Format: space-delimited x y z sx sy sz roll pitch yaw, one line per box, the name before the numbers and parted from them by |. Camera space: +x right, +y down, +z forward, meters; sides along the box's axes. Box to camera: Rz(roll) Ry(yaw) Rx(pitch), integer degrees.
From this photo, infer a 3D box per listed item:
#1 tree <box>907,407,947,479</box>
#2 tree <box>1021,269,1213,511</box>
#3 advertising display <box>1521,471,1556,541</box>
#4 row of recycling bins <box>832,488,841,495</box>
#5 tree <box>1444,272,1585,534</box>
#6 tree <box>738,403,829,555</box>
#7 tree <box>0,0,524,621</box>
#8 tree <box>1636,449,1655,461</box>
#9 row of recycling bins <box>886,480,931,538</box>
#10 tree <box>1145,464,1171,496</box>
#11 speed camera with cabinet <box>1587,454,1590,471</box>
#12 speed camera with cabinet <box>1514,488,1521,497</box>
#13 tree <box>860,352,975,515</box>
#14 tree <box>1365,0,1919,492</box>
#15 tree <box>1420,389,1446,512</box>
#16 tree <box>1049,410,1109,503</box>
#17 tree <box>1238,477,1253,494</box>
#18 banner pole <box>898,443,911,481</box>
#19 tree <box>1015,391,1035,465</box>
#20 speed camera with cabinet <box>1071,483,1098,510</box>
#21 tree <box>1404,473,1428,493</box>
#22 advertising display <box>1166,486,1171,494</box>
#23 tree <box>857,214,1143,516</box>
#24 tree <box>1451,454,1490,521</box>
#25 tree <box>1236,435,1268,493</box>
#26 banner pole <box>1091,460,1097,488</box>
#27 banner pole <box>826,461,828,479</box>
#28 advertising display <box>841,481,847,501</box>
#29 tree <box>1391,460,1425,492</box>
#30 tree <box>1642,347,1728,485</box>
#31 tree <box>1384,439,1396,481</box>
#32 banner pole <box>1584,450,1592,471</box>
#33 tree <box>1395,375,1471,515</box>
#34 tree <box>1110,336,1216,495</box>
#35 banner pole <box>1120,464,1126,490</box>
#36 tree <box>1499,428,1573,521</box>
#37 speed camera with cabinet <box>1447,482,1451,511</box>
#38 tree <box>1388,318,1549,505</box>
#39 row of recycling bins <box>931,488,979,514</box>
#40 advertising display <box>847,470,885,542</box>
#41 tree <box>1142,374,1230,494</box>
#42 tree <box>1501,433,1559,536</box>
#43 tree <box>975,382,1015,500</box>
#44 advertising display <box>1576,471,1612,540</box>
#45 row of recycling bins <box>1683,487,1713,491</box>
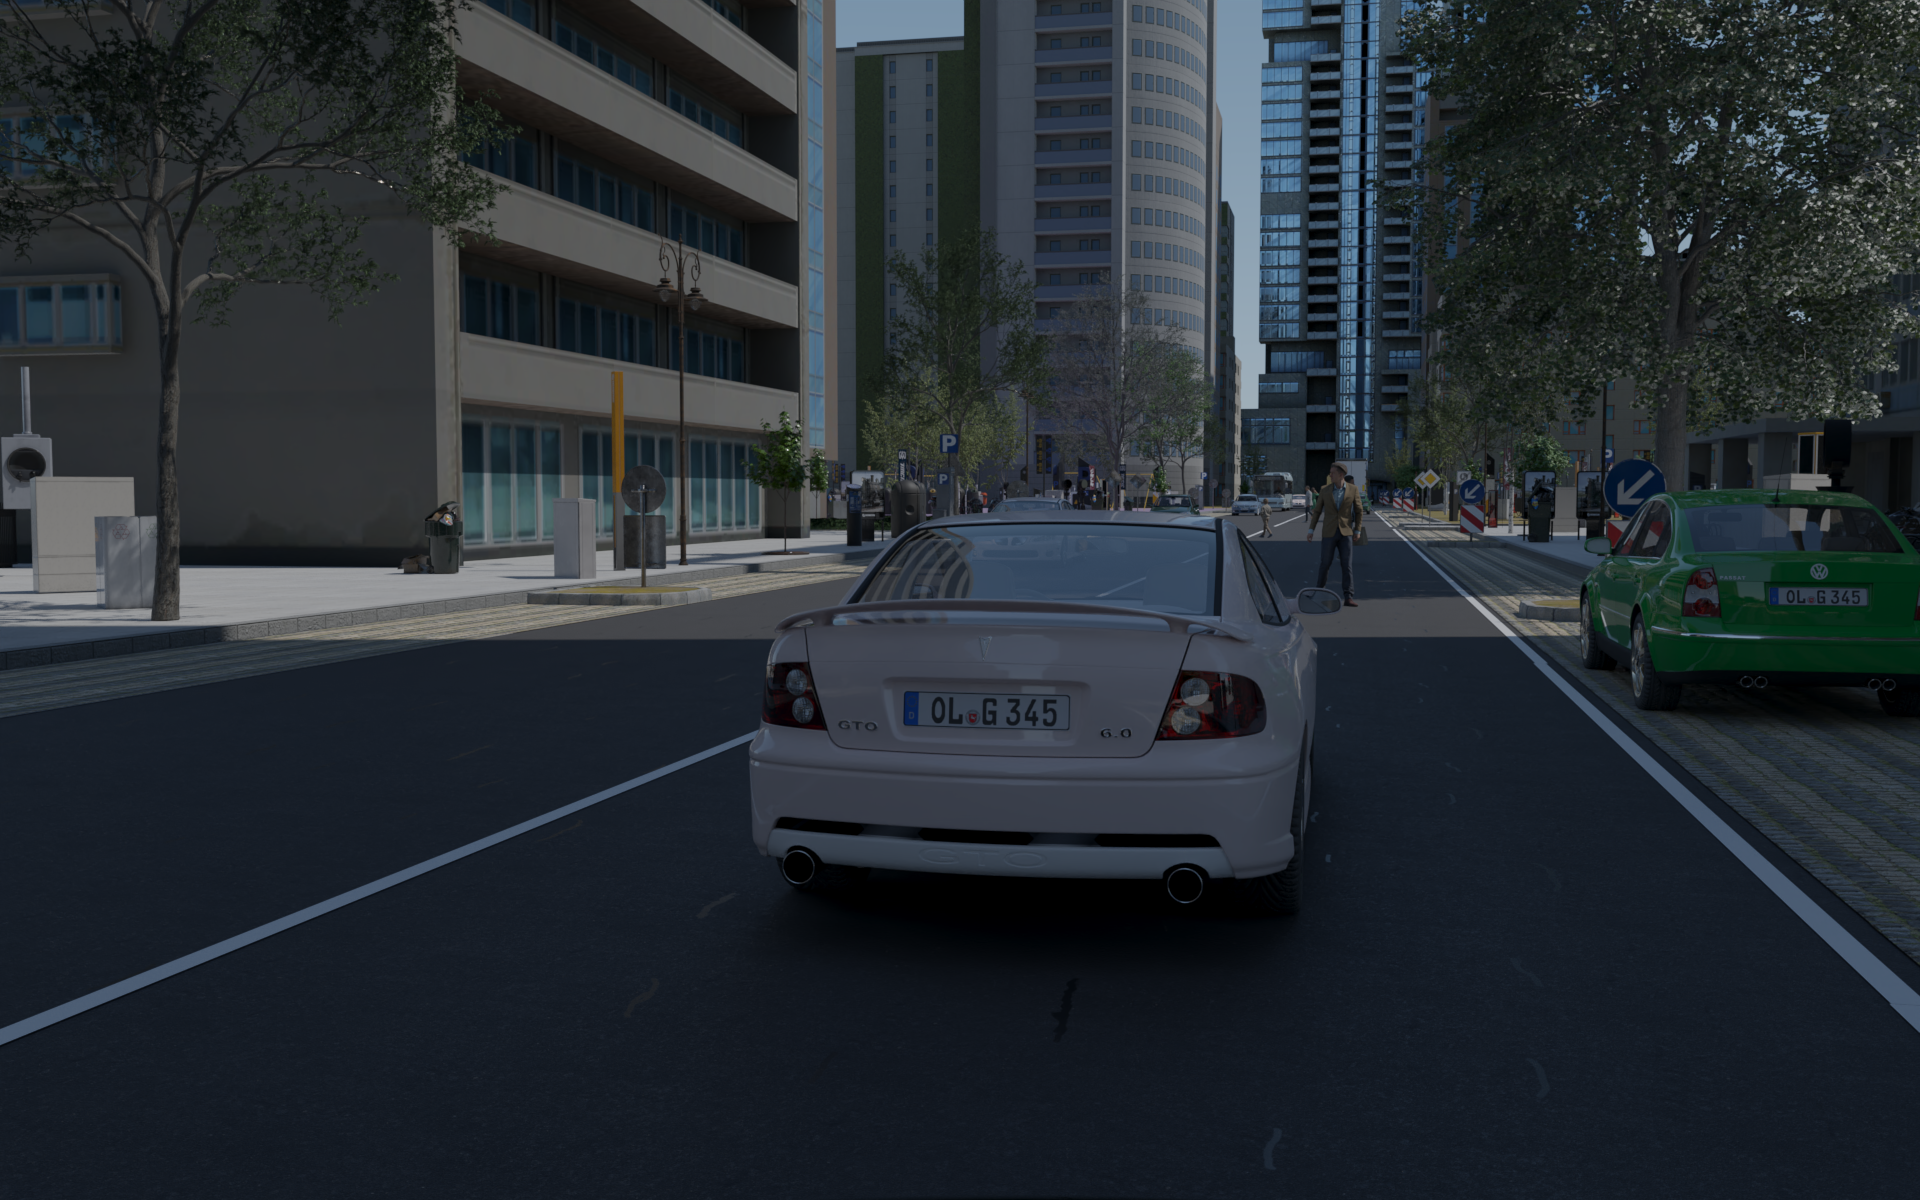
tree | -1.881 -11.689 141.471 4.360 8.622 3.978 0 3 0
tree | 8.481 -11.238 94.107 12.009 13.543 11.850 0 3 0
advertising display | 15.897 -2.592 47.593 0.974 1.923 0.123 -1 4 -13
row of recycling bins | -10.067 -9.092 155.768 1.069 1.692 3.534 3 5 40
tree | 18.162 -6.465 56.069 4.360 8.622 3.978 0 3 0
tree | -3.634 -2.580 36.779 1.663 3.219 1.824 0 3 0
tree | -7.829 -5.083 17.521 8.767 10.594 7.601 3 5 41
tree | 48.016 -8.316 119.682 4.285 4.588 4.351 0 3 0
row of recycling bins | -1.522 -2.735 51.838 1.069 1.692 3.534 0 4 1
tree | 12.678 -6.987 108.843 1.663 3.219 1.824 0 3 0
speed camera with cabinet | 31.204 -5.562 85.270 0.660 3.252 2.038 1 4 13
speed camera with cabinet | 42.553 -8.275 129.632 2.038 3.252 0.660 2 4 32
tree | -2.518 -8.417 87.979 4.737 8.622 4.395 0 3 0
tree | 11.495 -7.392 27.522 9.857 13.997 8.962 0 3 0
tree | 33.956 -10.398 120.369 4.360 8.622 3.978 0 3 0
tree | 9.111 -11.680 141.338 4.360 8.622 3.978 0 3 0
tree | 33.146 -12.670 201.751 1.663 3.219 1.824 0 3 0
banner pole | -2.687 -5.809 84.987 0.863 3.779 0.401 -2 4 -31
tree | 2.908 -9.976 113.475 4.737 8.622 4.395 0 3 0
speed camera with cabinet | 9.499 -8.430 132.168 2.038 3.252 0.660 2 4 24
tree | 41.445 -9.951 157.299 1.663 3.219 1.824 0 3 0
advertising display | 15.994 -7.868 133.851 0.123 1.923 0.974 3 5 40
tree | 0.113 -7.497 56.988 7.601 10.594 8.767 -3 4 -36
tree | 24.381 -5.402 82.921 1.663 3.219 1.824 0 3 0
tree | 35.550 -15.898 210.300 4.737 8.622 4.395 0 3 0
banner pole | 10.000 -8.494 128.894 0.401 3.779 0.863 3 5 40
banner pole | -10.088 -8.645 131.365 0.401 3.779 0.863 0 4 -3
advertising display | -5.337 -4.783 83.409 0.974 1.923 0.123 2 4 35
tree | 43.225 -11.199 166.815 4.285 4.588 4.351 0 3 0
tree | 35.470 -8.191 84.289 4.737 8.622 4.395 0 3 0
tree | 56.894 -16.750 224.224 4.737 8.622 4.395 0 3 0
banner pole | 35.380 -6.578 97.574 0.401 3.779 0.863 -1 4 -14
tree | 29.722 -9.559 106.654 4.737 8.622 4.395 0 3 0
tree | 13.380 -11.568 114.888 9.928 11.665 9.643 0 3 0
banner pole | 11.764 -8.372 126.892 0.863 3.779 0.401 0 4 -3
tree | 27.812 -6.109 83.597 4.285 4.588 4.351 0 3 0
speed camera with cabinet | 37.427 -8.499 133.289 0.660 3.252 2.038 2 4 23
tree | 27.134 -9.675 92.604 8.767 10.594 7.601 1 4 17
row of recycling bins | -0.540 -6.311 110.290 3.534 1.692 1.069 0 4 8
advertising display | -2.492 -2.534 46.642 0.974 1.923 0.123 -1 4 -22
tree | 15.701 -11.532 122.967 7.601 10.594 8.767 1 4 17
tree | 17.588 -3.564 52.868 1.663 3.219 1.824 0 3 0
tree | 0.144 -9.470 105.194 4.737 8.622 4.395 0 3 0
advertising display | 17.521 -2.610 47.881 0.123 1.923 0.974 -3 5 -44
row of recycling bins | 39.745 -5.279 93.422 1.069 1.692 3.534 3 5 45
